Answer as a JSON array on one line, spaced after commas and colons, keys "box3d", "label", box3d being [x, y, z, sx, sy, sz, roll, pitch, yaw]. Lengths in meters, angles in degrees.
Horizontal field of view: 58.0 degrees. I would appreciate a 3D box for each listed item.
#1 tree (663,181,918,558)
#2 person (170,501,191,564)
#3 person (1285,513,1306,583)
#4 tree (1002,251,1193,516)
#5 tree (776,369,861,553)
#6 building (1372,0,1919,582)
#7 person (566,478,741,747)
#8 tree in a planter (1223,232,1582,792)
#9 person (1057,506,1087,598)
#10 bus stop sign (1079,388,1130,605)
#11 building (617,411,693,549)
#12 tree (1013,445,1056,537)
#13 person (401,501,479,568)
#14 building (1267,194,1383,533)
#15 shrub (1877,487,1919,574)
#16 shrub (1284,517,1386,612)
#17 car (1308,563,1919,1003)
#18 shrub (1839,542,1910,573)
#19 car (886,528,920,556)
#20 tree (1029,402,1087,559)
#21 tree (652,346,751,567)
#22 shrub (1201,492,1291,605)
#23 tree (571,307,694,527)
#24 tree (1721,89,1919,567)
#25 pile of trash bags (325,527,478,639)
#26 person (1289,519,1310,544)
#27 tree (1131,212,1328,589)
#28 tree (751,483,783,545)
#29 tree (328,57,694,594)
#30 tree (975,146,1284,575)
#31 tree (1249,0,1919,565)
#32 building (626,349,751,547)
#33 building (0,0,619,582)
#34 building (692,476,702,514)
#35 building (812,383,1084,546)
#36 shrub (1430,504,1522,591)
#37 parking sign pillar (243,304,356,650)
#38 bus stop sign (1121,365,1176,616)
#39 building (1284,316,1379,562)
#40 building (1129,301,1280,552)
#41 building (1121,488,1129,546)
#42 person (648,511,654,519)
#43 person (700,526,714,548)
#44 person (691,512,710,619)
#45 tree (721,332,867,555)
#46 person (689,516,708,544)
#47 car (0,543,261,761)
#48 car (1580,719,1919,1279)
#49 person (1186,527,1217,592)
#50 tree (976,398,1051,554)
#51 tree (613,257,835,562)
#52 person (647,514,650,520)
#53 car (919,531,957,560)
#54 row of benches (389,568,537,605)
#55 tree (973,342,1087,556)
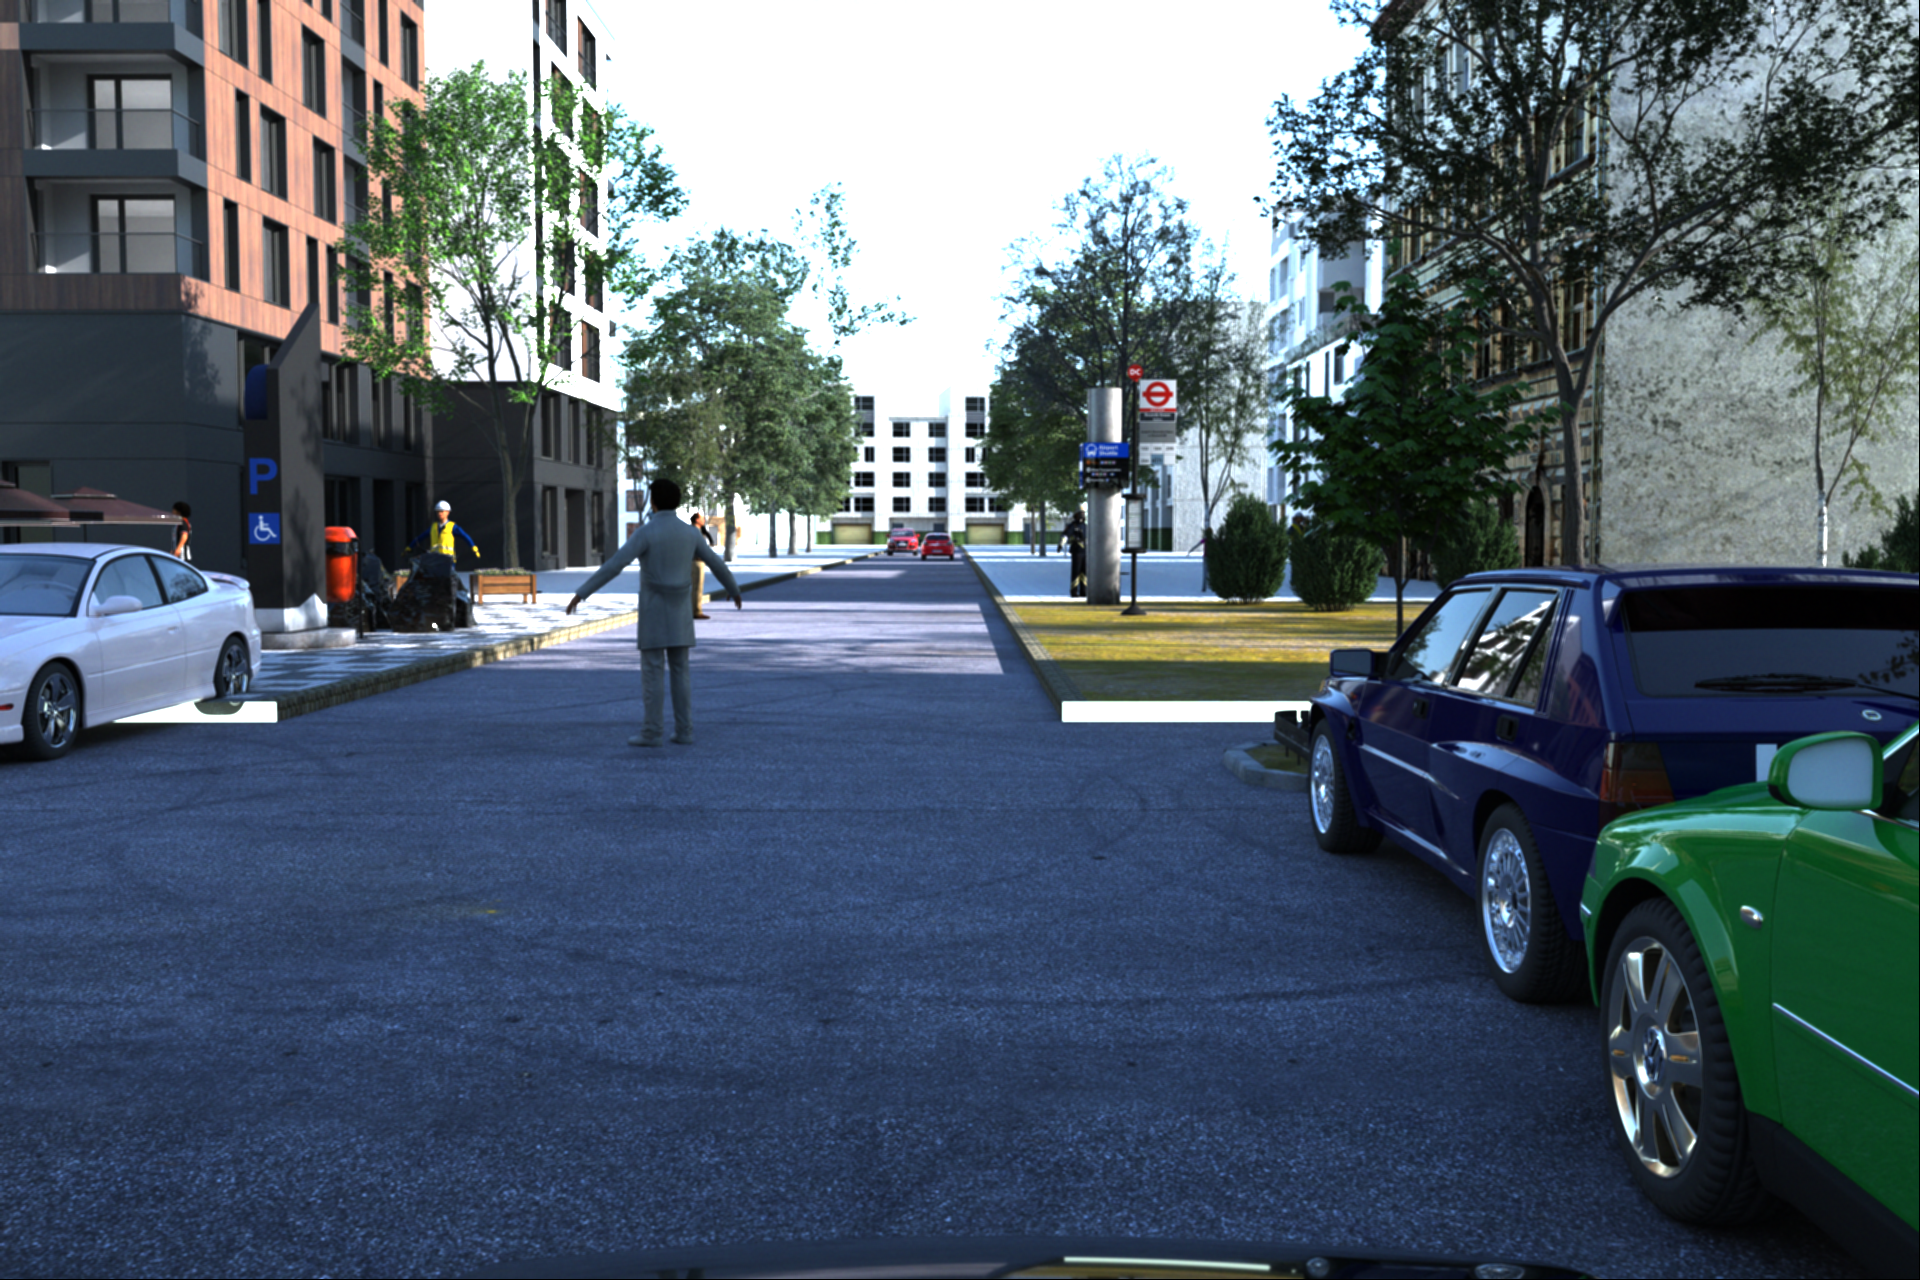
[{"box3d": [-9.043, -14.494, 92.865, 12.611, 20.169, 13.585, 0, 3, 0], "label": "tree"}, {"box3d": [-13.053, -1.396, 28.971, 0.704, 1.843, 1.345, -2, 4, -26], "label": "person"}, {"box3d": [8.478, -2.282, 43.284, 1.349, 1.833, 0.705, -3, 4, -37], "label": "person"}, {"box3d": [5.401, -9.216, 68.803, 7.486, 12.596, 7.792, 0, 3, 0], "label": "tree"}, {"box3d": [-10.522, -12.289, 119.045, 7.486, 12.596, 7.792, 0, 3, 0], "label": "tree"}, {"box3d": [21.855, -12.947, 42.607, 19.493, 23.208, 18.063, 0, 4, 0], "label": "building"}, {"box3d": [-2.022, -0.192, 11.779, 1.347, 1.806, 0.705, -3, 5, -40], "label": "person"}, {"box3d": [2.631, -0.801, 10.316, 1.991, 3.239, 1.994, 0, 3, 0], "label": "tree in a planter"}, {"box3d": [2.436, -1.789, 35.033, 1.354, 1.856, 0.705, -3, 4, -38], "label": "person"}, {"box3d": [2.615, -2.596, 31.464, 0.837, 3.901, 0.837, 0, 4, 0], "label": "bus stop sign"}, {"box3d": [-24.860, -11.633, 132.346, 9.099, 9.664, 28.070, 0, 4, -1], "label": "building"}, {"box3d": [4.861, -10.178, 116.774, 4.737, 8.622, 4.395, 0, 3, 0], "label": "tree"}, {"box3d": [-7.757, -1.188, 25.892, 1.216, 1.772, 0.721, 0, 4, 7], "label": "person"}, {"box3d": [22.694, -14.765, 97.835, 16.016, 20.090, 11.380, 0, 4, 0], "label": "building"}, {"box3d": [13.811, -1.236, 24.621, 1.690, 2.028, 1.600, 0, 3, 0], "label": "shrub"}, {"box3d": [6.226, -1.510, 28.732, 1.661, 2.075, 1.752, 0, 3, 0], "label": "shrub"}, {"box3d": [2.505, 0.362, 6.654, 1.945, 1.354, 3.894, 0, 4, -1], "label": "car"}, {"box3d": [9.651, -0.441, 18.327, 1.383, 1.207, 1.383, 0, 3, 0], "label": "shrub"}, {"box3d": [-3.842, -6.596, 116.523, 2.281, 1.827, 5.304, 0, 4, -1], "label": "car"}, {"box3d": [5.393, -8.459, 88.660, 4.360, 8.622, 3.978, 0, 3, 0], "label": "tree"}, {"box3d": [-9.823, -7.179, 67.734, 4.360, 8.622, 3.978, 0, 3, 0], "label": "tree"}, {"box3d": [5.234, -1.683, 31.551, 1.661, 2.075, 1.752, 0, 3, 0], "label": "shrub"}, {"box3d": [-10.325, -6.485, 56.396, 4.360, 8.622, 3.978, 0, 3, 0], "label": "tree"}, {"box3d": [14.467, -4.832, 29.369, 4.360, 8.622, 3.978, 0, 3, 0], "label": "tree"}, {"box3d": [-7.563, -0.783, 22.555, 1.912, 1.369, 3.447, 0, 4, 0], "label": "pile of trash bags"}, {"box3d": [10.278, -2.736, 51.530, 1.217, 1.733, 0.721, -1, 4, -17], "label": "person"}, {"box3d": [5.615, -5.506, 40.387, 4.360, 8.622, 3.978, 0, 3, 0], "label": "tree"}, {"box3d": [-23.827, -16.573, 205.386, 7.601, 10.594, 8.767, 0, 4, -4], "label": "tree"}, {"box3d": [-9.604, -6.817, 37.206, 9.928, 11.665, 9.643, 0, 3, 0], "label": "tree"}, {"box3d": [4.933, -8.840, 54.900, 12.009, 13.543, 11.850, 0, 3, 0], "label": "tree"}, {"box3d": [7.007, -5.184, 19.174, 8.767, 10.594, 7.601, 2, 4, 27], "label": "tree"}, {"box3d": [-28.018, -19.689, 178.336, 16.016, 20.090, 11.380, 0, 4, -1], "label": "building"}, {"box3d": [-28.267, -12.950, 55.702, 27.936, 21.610, 32.646, 0, 4, 0], "label": "building"}, {"box3d": [-28.291, -13.353, 160.476, 9.099, 9.664, 28.070, 0, 4, 0], "label": "building"}, {"box3d": [-1.947, -20.899, 210.613, 31.486, 18.905, 16.747, 0, 4, -6], "label": "building"}, {"box3d": [9.484, -1.683, 31.940, 1.690, 2.028, 1.600, 0, 3, 0], "label": "shrub"}, {"box3d": [-7.676, -1.910, 19.703, 1.447, 3.967, 1.447, 0, 4, 0], "label": "parking sign pillar"}, {"box3d": [2.975, -2.364, 27.352, 0.855, 3.939, 0.416, 0, 4, 0], "label": "bus stop sign"}, {"box3d": [19.452, -7.592, 66.272, 9.099, 9.664, 28.070, 0, 4, 0], "label": "building"}, {"box3d": [23.685, -16.734, 140.051, 16.747, 18.905, 31.486, 0, 4, 0], "label": "building"}, {"box3d": [21.391, -14.418, 177.874, 9.099, 9.664, 28.070, 0, 4, 0], "label": "building"}, {"box3d": [-6.793, -1.996, 38.757, 0.704, 1.817, 1.347, -1, 4, -13], "label": "person"}, {"box3d": [-7.150, -2.498, 47.021, 1.347, 1.806, 0.705, 2, 4, 35], "label": "person"}, {"box3d": [-4.405, -1.254, 29.234, 0.705, 1.796, 1.348, -1, 4, -17], "label": "person"}, {"box3d": [-10.390, -12.246, 106.870, 9.857, 13.997, 8.962, 0, 3, 0], "label": "tree"}, {"box3d": [-7.984, -2.821, 51.980, 0.705, 1.847, 1.347, 1, 4, 23], "label": "person"}, {"box3d": [-6.668, -0.005, 12.441, 2.083, 1.381, 4.827, 0, 4, -1], "label": "car"}, {"box3d": [2.323, 0.401, 2.245, 1.959, 1.807, 4.718, 0, 3, 0], "label": "car"}, {"box3d": [5.520, -1.783, 38.421, 0.991, 1.433, 0.599, 0, 4, 6], "label": "person"}, {"box3d": [4.387, -10.683, 109.078, 8.767, 10.594, 7.601, 3, 5, 41], "label": "tree"}, {"box3d": [-10.631, -10.539, 78.967, 9.857, 13.997, 8.962, 0, 3, 0], "label": "tree"}, {"box3d": [-7.387, -2.193, 41.787, 1.347, 1.837, 0.705, 3, 5, 40], "label": "person"}, {"box3d": [-1.227, -5.303, 95.745, 2.155, 1.783, 4.494, 0, 3, 0], "label": "car"}, {"box3d": [-9.528, -0.951, 31.015, 4.104, 0.672, 1.422, -2, 4, -30], "label": "row of benches"}, {"box3d": [4.379, -11.046, 98.728, 7.486, 12.596, 7.792, 0, 3, 0], "label": "tree"}]
